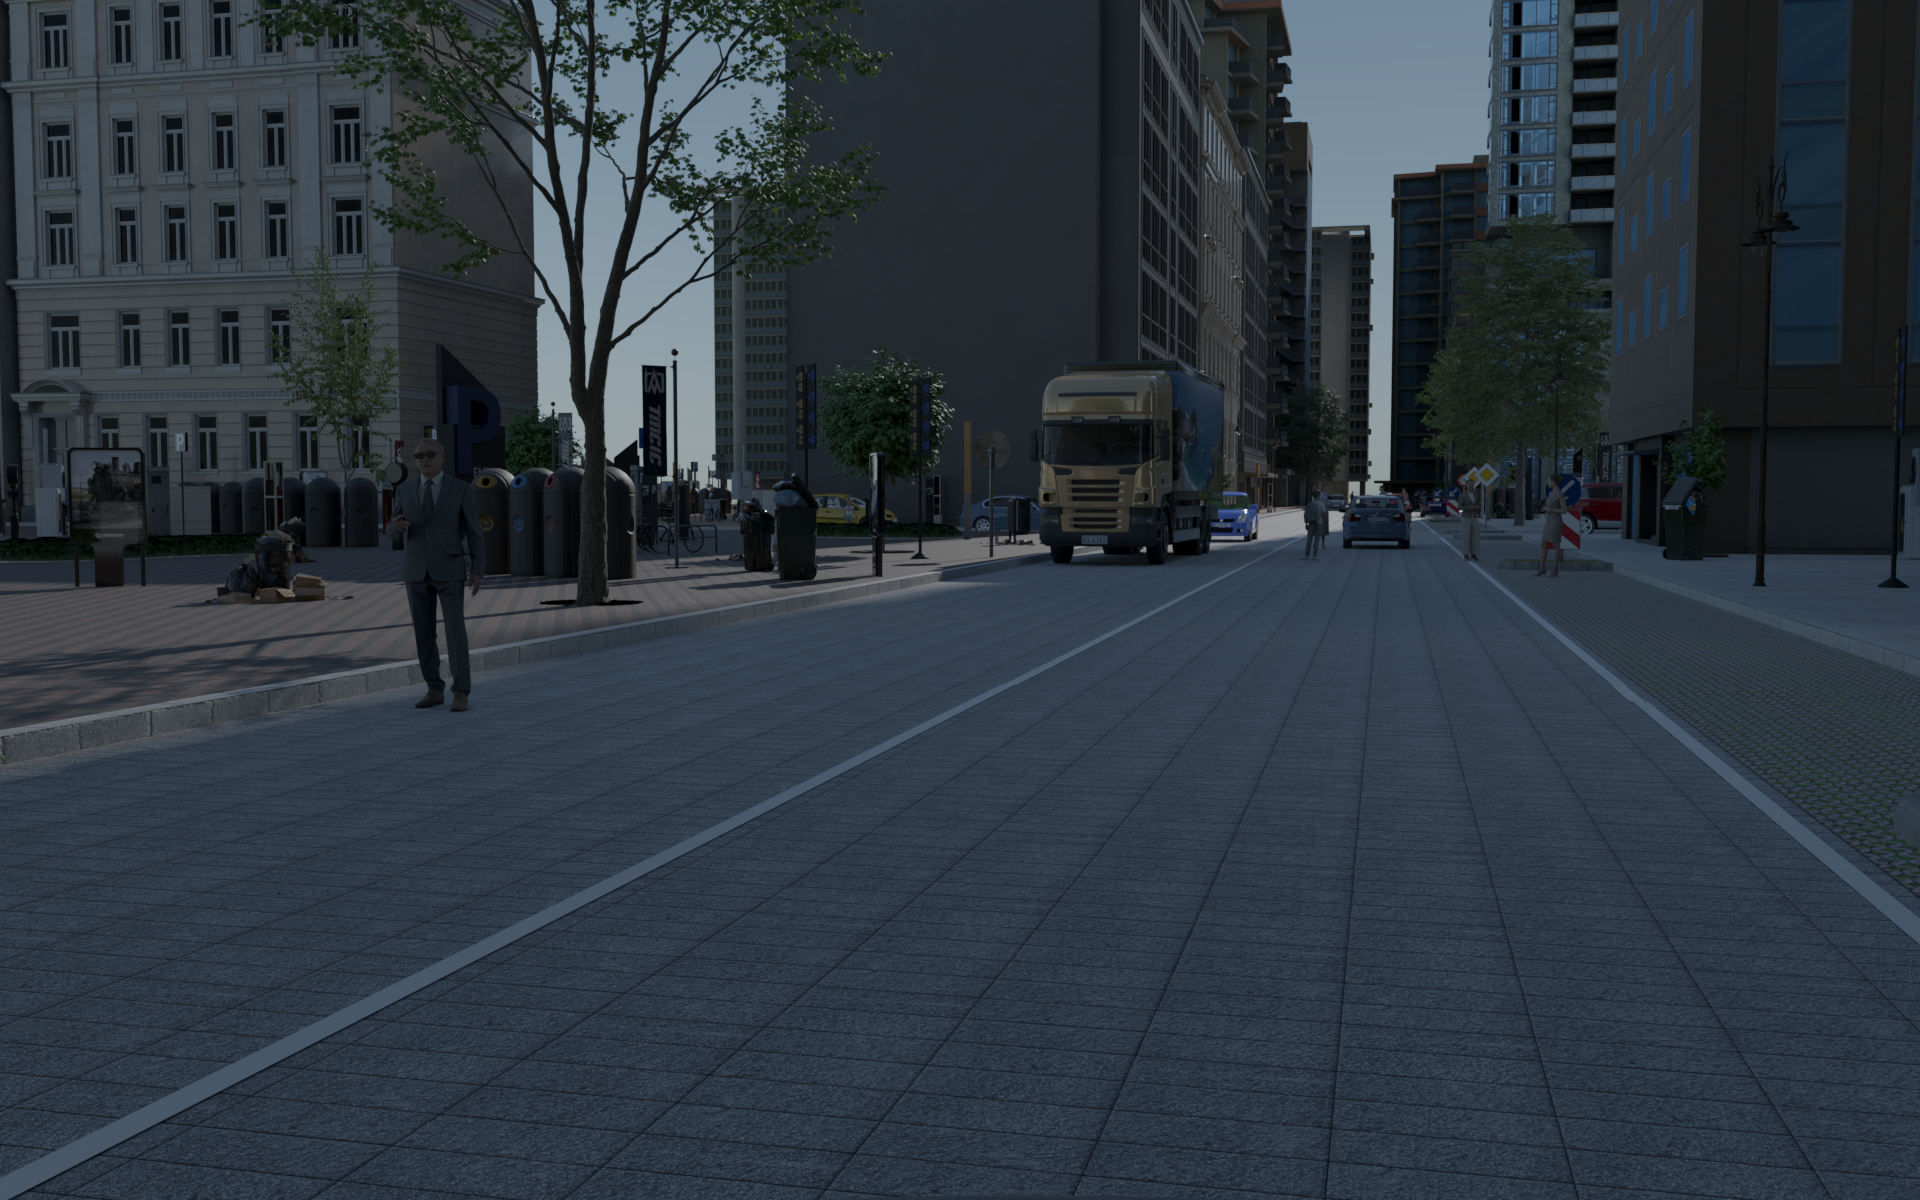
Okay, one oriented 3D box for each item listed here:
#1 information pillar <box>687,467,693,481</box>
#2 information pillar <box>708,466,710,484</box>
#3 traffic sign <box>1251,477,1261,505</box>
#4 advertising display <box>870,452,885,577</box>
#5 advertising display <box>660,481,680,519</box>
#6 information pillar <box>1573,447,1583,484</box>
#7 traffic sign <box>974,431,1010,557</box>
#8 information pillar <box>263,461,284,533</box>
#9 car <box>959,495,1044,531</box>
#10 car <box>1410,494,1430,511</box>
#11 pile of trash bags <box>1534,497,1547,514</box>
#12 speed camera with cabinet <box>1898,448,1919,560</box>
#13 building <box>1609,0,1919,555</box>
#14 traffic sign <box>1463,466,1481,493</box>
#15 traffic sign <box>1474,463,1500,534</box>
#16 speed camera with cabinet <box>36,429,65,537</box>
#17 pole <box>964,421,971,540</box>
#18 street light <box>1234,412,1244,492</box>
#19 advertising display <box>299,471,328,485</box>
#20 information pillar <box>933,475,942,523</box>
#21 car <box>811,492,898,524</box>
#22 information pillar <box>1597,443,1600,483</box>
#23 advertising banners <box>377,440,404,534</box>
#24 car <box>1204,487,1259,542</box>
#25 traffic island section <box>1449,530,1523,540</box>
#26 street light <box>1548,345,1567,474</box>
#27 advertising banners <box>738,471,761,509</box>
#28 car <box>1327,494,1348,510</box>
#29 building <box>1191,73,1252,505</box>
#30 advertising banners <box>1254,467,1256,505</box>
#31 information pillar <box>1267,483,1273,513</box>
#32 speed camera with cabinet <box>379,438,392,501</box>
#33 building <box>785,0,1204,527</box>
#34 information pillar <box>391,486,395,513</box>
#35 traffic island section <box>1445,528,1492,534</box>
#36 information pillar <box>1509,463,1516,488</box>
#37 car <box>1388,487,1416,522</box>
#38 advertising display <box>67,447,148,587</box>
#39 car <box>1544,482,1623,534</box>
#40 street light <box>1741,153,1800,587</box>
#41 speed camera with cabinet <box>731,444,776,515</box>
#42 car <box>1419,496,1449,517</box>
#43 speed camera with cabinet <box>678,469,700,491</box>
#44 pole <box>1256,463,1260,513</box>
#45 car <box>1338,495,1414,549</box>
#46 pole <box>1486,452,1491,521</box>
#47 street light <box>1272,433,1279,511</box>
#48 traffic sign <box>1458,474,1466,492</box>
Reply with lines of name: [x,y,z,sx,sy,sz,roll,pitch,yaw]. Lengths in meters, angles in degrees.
information pillar: [-23.452,-9.723,150.329,0.504,3.616,0.183,1,4,15]
information pillar: [-20.626,-9.231,142.282,0.183,3.616,0.504,0,4,-2]
traffic sign: [17.903,-6.282,104.847,0.606,2.300,0.079,2,4,23]
advertising display: [-1.300,-1.345,27.204,0.123,1.923,0.974,-1,4,-10]
advertising display: [-14.342,-4.930,85.814,0.974,1.923,0.123,0,4,-2]
information pillar: [30.757,-5.803,86.227,0.504,3.616,0.183,3,5,39]
traffic sign: [0.637,-2.141,35.117,0.768,2.556,0.104,1,4,15]
information pillar: [-15.372,-2.100,38.825,0.304,2.012,0.304,1,4,13]
car: [2.241,-3.049,61.861,4.499,1.417,2.014,1,4,14]
car: [39.957,-8.563,149.798,2.009,1.686,4.222,1,4,14]
pile of trash bags: [37.019,-6.278,112.397,1.912,1.369,3.447,0,4,-5]
speed camera with cabinet: [18.667,-2.398,33.540,0.660,3.252,2.038,1,4,21]
building: [23.894,-23.888,40.678,14.600,45.320,14.200,1,4,14]
traffic sign: [18.633,-3.617,62.774,0.795,2.450,0.064,1,4,14]
traffic sign: [16.718,-3.142,55.021,0.795,2.450,0.064,1,4,14]
speed camera with cabinet: [-27.218,-3.517,51.847,0.660,3.252,2.038,-1,4,-21]
pole: [0.219,-3.357,48.738,0.158,3.312,0.155,0,3,0]
street light: [15.676,-7.632,97.577,0.468,5.910,1.993,1,4,14]
advertising display: [-17.919,-2.620,48.055,0.123,1.923,0.974,1,4,22]
information pillar: [-0.874,-3.880,67.932,0.304,2.012,0.304,1,4,15]
car: [-4.302,-3.316,64.444,3.980,1.641,2.015,1,4,15]
information pillar: [29.471,-5.403,79.689,0.504,3.616,0.183,-3,5,-40]
advertising banners: [-18.475,-3.644,55.774,0.090,3.025,2.074,1,4,16]
car: [8.260,-2.685,53.496,1.945,1.707,3.694,1,4,14]
traffic island section: [16.743,-2.007,55.092,2.009,0.180,2.903,1,4,14]
street light: [18.615,-4.970,54.053,0.468,5.910,1.993,1,4,14]
advertising banners: [-15.996,-8.274,131.468,2.074,3.025,0.090,-3,4,-36]
car: [32.109,-8.320,148.040,2.014,1.417,4.499,1,4,12]
building: [9.943,-18.667,102.463,12.463,27.353,25.104,1,4,14]
advertising banners: [17.285,-6.444,101.551,0.090,3.025,2.074,1,4,11]
information pillar: [21.499,-7.078,120.223,0.304,2.012,0.304,0,4,-7]
speed camera with cabinet: [-19.437,-4.089,61.190,2.038,3.252,0.660,-2,4,-29]
building: [2.712,-17.460,78.981,14.314,27.812,24.014,1,4,14]
information pillar: [-19.177,-3.329,58.920,0.304,2.012,0.304,-1,4,-23]
traffic island section: [18.658,-2.481,62.845,2.009,0.180,2.903,1,4,14]
information pillar: [41.418,-8.473,129.891,0.504,3.616,0.183,3,5,42]
car: [21.633,-4.737,86.486,2.155,1.783,4.494,1,4,16]
advertising display: [-11.797,-1.148,23.989,0.974,1.923,0.123,-1,4,-13]
car: [22.244,-2.994,57.621,5.304,1.827,2.281,1,4,16]
street light: [11.120,-3.127,23.909,0.468,5.910,1.993,1,4,14]
speed camera with cabinet: [-8.138,-4.583,69.262,2.038,3.252,0.660,-3,5,-40]
car: [29.450,-5.797,107.361,1.945,1.354,3.894,1,4,15]
speed camera with cabinet: [-18.508,-7.514,117.181,2.038,3.252,0.660,3,4,37]
pole: [19.737,-7.397,114.785,0.158,3.312,0.155,0,3,0]
car: [11.242,-2.129,46.813,2.014,1.417,4.499,1,4,13]
pole: [25.541,-5.499,83.751,0.158,3.312,0.155,0,3,0]
street light: [23.279,-9.484,127.851,0.468,5.910,1.993,1,4,14]
traffic sign: [32.425,-6.813,111.497,0.768,2.556,0.104,1,4,18]
